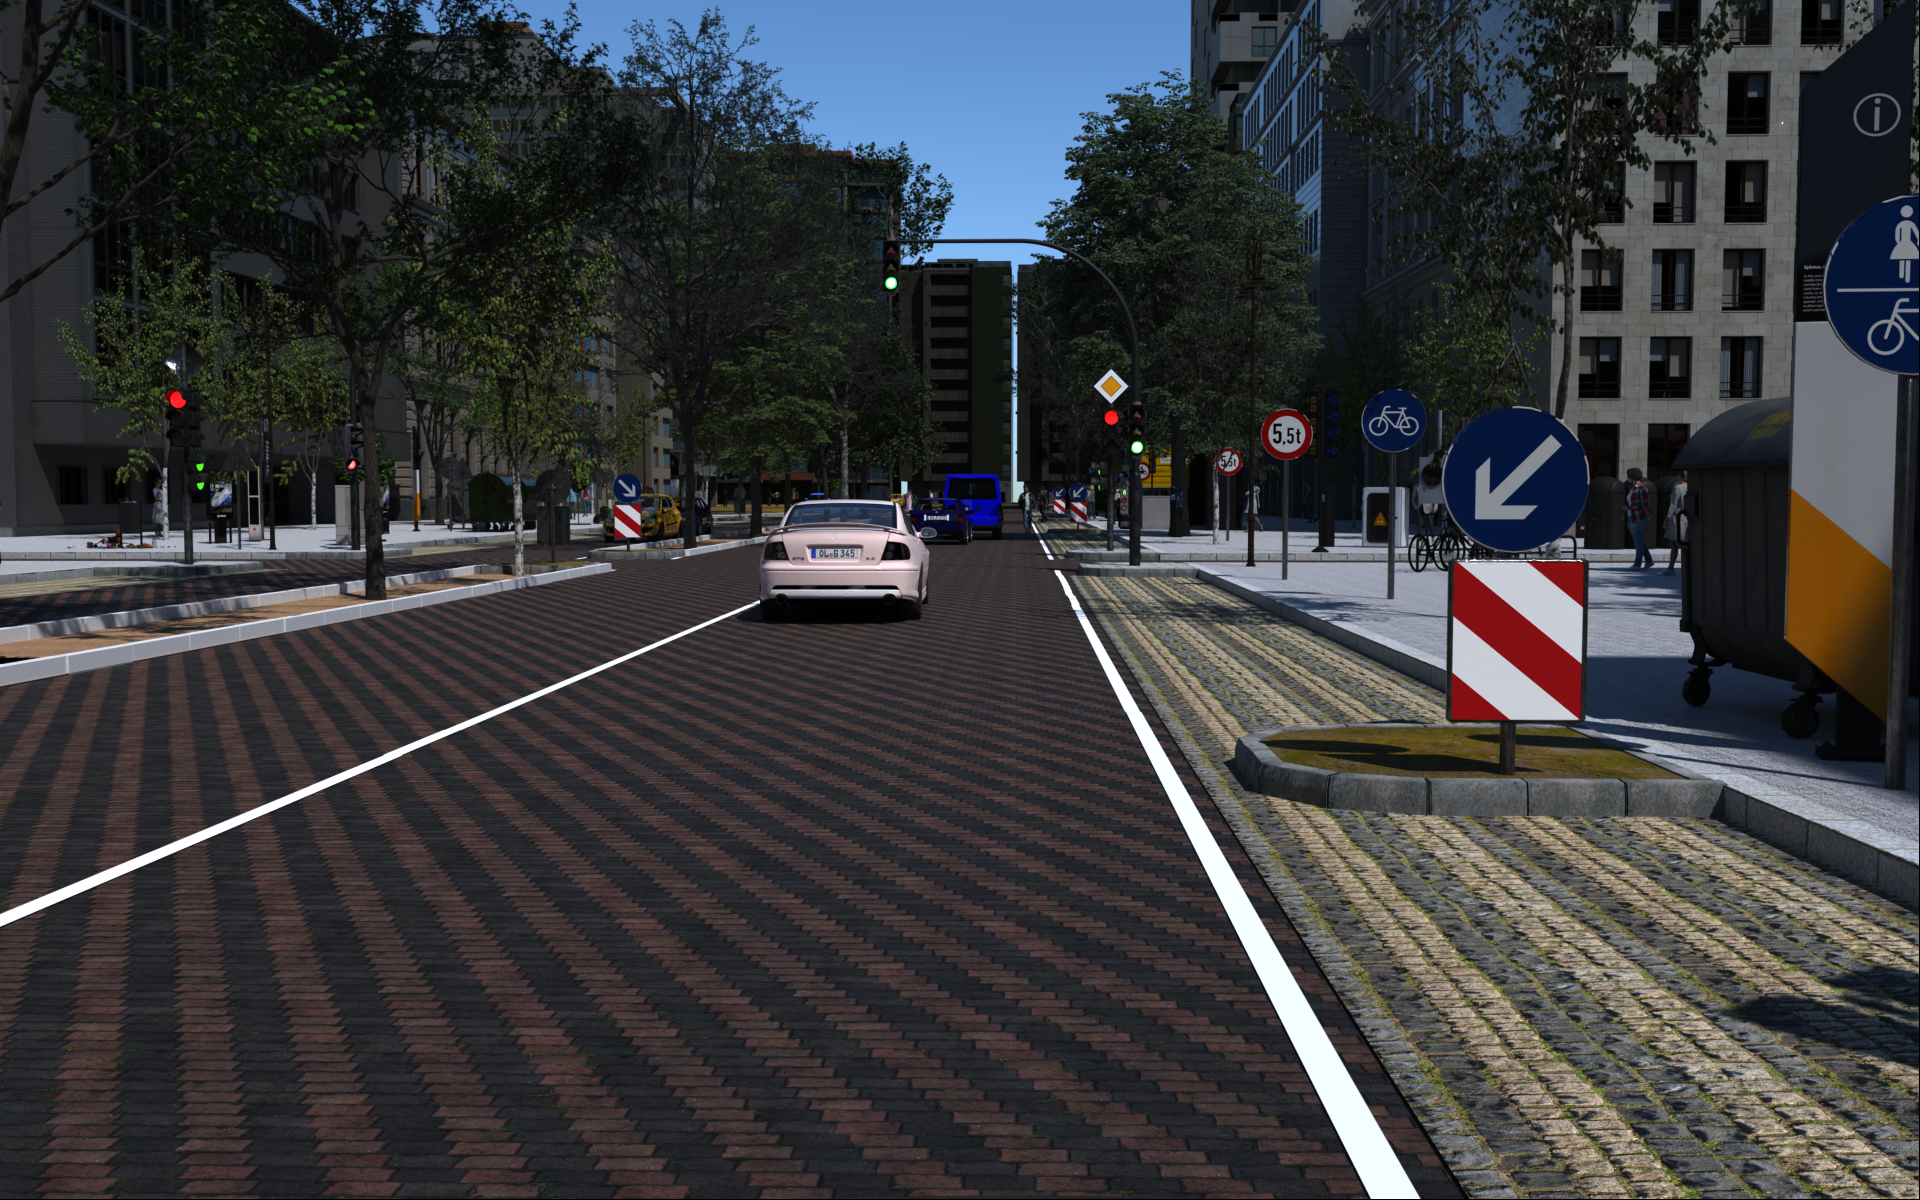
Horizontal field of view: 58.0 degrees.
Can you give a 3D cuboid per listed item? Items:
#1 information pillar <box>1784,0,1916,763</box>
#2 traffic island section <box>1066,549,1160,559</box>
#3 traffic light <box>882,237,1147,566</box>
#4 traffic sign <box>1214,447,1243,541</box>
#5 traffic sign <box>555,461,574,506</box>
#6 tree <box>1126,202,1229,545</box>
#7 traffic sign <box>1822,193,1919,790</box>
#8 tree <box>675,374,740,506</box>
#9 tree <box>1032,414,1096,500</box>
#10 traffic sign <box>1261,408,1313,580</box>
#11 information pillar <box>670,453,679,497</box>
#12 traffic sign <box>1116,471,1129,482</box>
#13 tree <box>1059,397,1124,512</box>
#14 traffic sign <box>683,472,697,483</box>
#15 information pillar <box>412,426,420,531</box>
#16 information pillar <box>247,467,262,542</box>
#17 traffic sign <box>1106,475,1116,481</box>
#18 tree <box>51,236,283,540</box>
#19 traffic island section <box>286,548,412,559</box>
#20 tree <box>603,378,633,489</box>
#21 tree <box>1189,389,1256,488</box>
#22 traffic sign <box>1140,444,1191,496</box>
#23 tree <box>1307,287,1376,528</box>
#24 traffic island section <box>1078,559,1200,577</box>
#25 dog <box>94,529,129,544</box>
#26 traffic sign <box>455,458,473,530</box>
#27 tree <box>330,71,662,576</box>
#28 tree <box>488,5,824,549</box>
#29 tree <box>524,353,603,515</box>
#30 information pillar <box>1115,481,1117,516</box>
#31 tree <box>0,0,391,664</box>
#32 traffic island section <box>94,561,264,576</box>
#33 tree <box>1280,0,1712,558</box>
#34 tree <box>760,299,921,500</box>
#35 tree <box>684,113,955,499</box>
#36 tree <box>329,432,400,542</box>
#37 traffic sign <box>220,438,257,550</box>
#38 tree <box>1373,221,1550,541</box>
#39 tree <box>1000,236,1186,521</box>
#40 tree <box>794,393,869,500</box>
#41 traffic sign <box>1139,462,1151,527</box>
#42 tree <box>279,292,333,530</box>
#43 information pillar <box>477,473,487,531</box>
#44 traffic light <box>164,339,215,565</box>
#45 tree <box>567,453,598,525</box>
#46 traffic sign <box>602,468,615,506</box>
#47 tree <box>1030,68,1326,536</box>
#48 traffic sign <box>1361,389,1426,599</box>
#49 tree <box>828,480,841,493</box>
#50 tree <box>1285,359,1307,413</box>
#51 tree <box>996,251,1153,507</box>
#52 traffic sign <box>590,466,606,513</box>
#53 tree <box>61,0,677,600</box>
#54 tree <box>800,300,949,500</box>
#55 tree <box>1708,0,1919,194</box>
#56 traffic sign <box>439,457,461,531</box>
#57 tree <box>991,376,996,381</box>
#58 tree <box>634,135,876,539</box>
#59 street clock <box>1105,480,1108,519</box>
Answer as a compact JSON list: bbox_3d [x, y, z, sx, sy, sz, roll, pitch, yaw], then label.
[{"bbox_3d":[4.263,-1.036,8.298,0.504,3.616,0.183,1,4,18],"label":"information pillar"},{"bbox_3d":[3.406,-1.024,39.030,2.009,0.180,2.903,0,4,2],"label":"traffic island section"},{"bbox_3d":[1.013,-3.437,30.863,4.771,5.953,1.251,0,4,2],"label":"traffic light"},{"bbox_3d":[7.330,-2.890,47.352,0.768,2.556,0.104,0,4,5],"label":"traffic sign"},{"bbox_3d":[-15.093,-4.038,66.133,0.768,2.556,0.104,0,4,5],"label":"traffic sign"},{"bbox_3d":[6.464,-5.697,43.516,4.360,8.622,3.978,0,3,0],"label":"tree"},{"bbox_3d":[4.069,-0.450,7.460,0.768,2.556,0.104,0,4,5],"label":"traffic sign"},{"bbox_3d":[-14.798,-9.214,101.013,4.360,8.622,3.978,0,3,0],"label":"tree"},{"bbox_3d":[11.099,-15.534,188.394,7.601,10.594,8.767,-3,5,-42],"label":"tree"},{"bbox_3d":[4.866,-1.576,25.878,0.768,2.556,0.104,0,4,3],"label":"traffic sign"},{"bbox_3d":[-16.201,-6.540,98.282,0.504,3.616,0.183,0,4,5],"label":"information pillar"},{"bbox_3d":[9.161,-5.961,97.572,0.768,2.556,0.104,1,4,10],"label":"traffic sign"},{"bbox_3d":[8.422,-9.540,106.346,4.360,8.622,3.978,0,3,0],"label":"tree"},{"bbox_3d":[-14.393,-5.641,92.339,0.768,2.556,0.104,1,4,11],"label":"traffic sign"},{"bbox_3d":[-18.652,-4.161,59.390,0.183,3.616,0.504,-2,4,-31],"label":"information pillar"},{"bbox_3d":[-19.023,-2.582,46.701,0.304,2.012,0.304,-1,4,-17],"label":"information pillar"},{"bbox_3d":[9.484,-6.691,109.499,0.768,2.556,0.104,0,4,3],"label":"traffic sign"},{"bbox_3d":[-22.349,-5.970,47.978,4.737,8.622,4.395,0,3,0],"label":"tree"},{"bbox_3d":[-13.827,-1.059,39.593,2.009,0.180,2.903,0,4,2],"label":"traffic island section"},{"bbox_3d":[-22.721,-9.641,107.985,4.360,8.622,3.978,0,3,0],"label":"tree"},{"bbox_3d":[14.519,-8.842,94.929,4.737,8.622,4.395,0,3,0],"label":"tree"},{"bbox_3d":[8.460,-4.679,70.376,2.265,3.308,0.079,0,4,3],"label":"traffic sign"},{"bbox_3d":[14.519,-6.694,59.811,4.737,8.622,4.395,0,3,0],"label":"tree"},{"bbox_3d":[3.146,-0.536,31.049,2.009,0.180,2.903,0,4,2],"label":"traffic island section"},{"bbox_3d":[-21.814,-1.639,44.528,0.748,0.427,0.550,1,4,9],"label":"dog"},{"bbox_3d":[-17.714,-3.773,61.691,0.884,2.594,0.081,0,4,7],"label":"traffic sign"},{"bbox_3d":[-7.646,-4.701,29.681,4.737,8.622,4.395,0,3,0],"label":"tree"},{"bbox_3d":[-6.857,-8.002,43.655,12.009,13.543,11.850,0,3,0],"label":"tree"},{"bbox_3d":[-20.971,-8.579,90.628,4.360,8.622,3.978,0,3,0],"label":"tree"},{"bbox_3d":[9.081,-5.807,99.436,0.304,2.012,0.304,-1,4,-11],"label":"information pillar"},{"bbox_3d":[-8.254,-5.252,14.078,9.928,11.665,9.643,0,3,0],"label":"tree"},{"bbox_3d":[-14.086,-0.571,31.612,2.009,0.180,2.903,0,4,2],"label":"traffic island section"},{"bbox_3d":[5.595,-4.065,16.826,4.360,8.622,3.978,0,3,0],"label":"tree"},{"bbox_3d":[-5.864,-8.568,76.951,8.767,10.594,7.601,0,4,2],"label":"tree"},{"bbox_3d":[-6.964,-13.978,86.887,12.611,20.169,13.585,0,3,0],"label":"tree"},{"bbox_3d":[-15.912,-3.189,46.735,1.663,3.219,1.824,0,3,0],"label":"tree"},{"bbox_3d":[-16.666,-2.447,40.007,0.884,2.594,0.081,0,4,7],"label":"traffic sign"},{"bbox_3d":[13.904,-5.909,46.975,4.737,8.622,4.395,0,3,0],"label":"tree"},{"bbox_3d":[7.019,-10.467,81.508,12.009,13.543,11.850,0,3,0],"label":"tree"},{"bbox_3d":[-11.491,-16.084,188.729,9.928,11.665,9.643,0,3,0],"label":"tree"},{"bbox_3d":[7.136,-4.159,68.103,0.768,2.556,0.104,1,4,9],"label":"traffic sign"},{"bbox_3d":[-22.820,-6.434,55.556,4.737,8.622,4.395,0,3,0],"label":"tree"},{"bbox_3d":[-16.768,-3.448,60.868,0.304,2.012,0.304,0,4,-6],"label":"information pillar"},{"bbox_3d":[-14.047,-2.603,31.476,0.839,4.253,0.868,0,4,2],"label":"traffic light"},{"bbox_3d":[-16.101,-4.758,72.400,1.663,3.219,1.824,0,3,0],"label":"tree"},{"bbox_3d":[-17.102,-5.123,83.867,0.768,2.556,0.104,0,4,4],"label":"traffic sign"},{"bbox_3d":[6.757,-8.925,52.580,9.857,13.997,8.962,0,3,0],"label":"tree"},{"bbox_3d":[5.259,-1.282,21.066,0.768,2.556,0.104,1,4,9],"label":"traffic sign"},{"bbox_3d":[-12.300,-10.946,173.563,1.663,3.219,1.824,0,3,0],"label":"tree"},{"bbox_3d":[14.694,-7.033,65.346,4.737,8.622,4.395,0,3,0],"label":"tree"},{"bbox_3d":[9.921,-16.570,126.810,12.611,20.169,13.585,0,3,0],"label":"tree"},{"bbox_3d":[-16.267,-4.744,77.665,0.768,2.556,0.104,1,4,9],"label":"traffic sign"},{"bbox_3d":[-7.834,-5.290,23.367,8.767,10.594,7.601,0,4,2],"label":"tree"},{"bbox_3d":[-5.475,-10.936,98.262,9.611,12.733,9.660,0,3,0],"label":"tree"},{"bbox_3d":[12.261,-4.319,20.977,4.360,8.622,3.978,0,3,0],"label":"tree"},{"bbox_3d":[-17.496,-3.629,59.444,0.768,2.556,0.104,0,4,3],"label":"traffic sign"},{"bbox_3d":[9.822,-19.592,176.213,12.611,20.169,13.585,0,3,0],"label":"tree"},{"bbox_3d":[-6.589,-8.234,55.205,7.486,12.596,7.792,0,3,0],"label":"tree"},{"bbox_3d":[7.716,-5.271,90.745,0.358,2.002,0.471,-1,4,-20],"label":"street clock"}]
